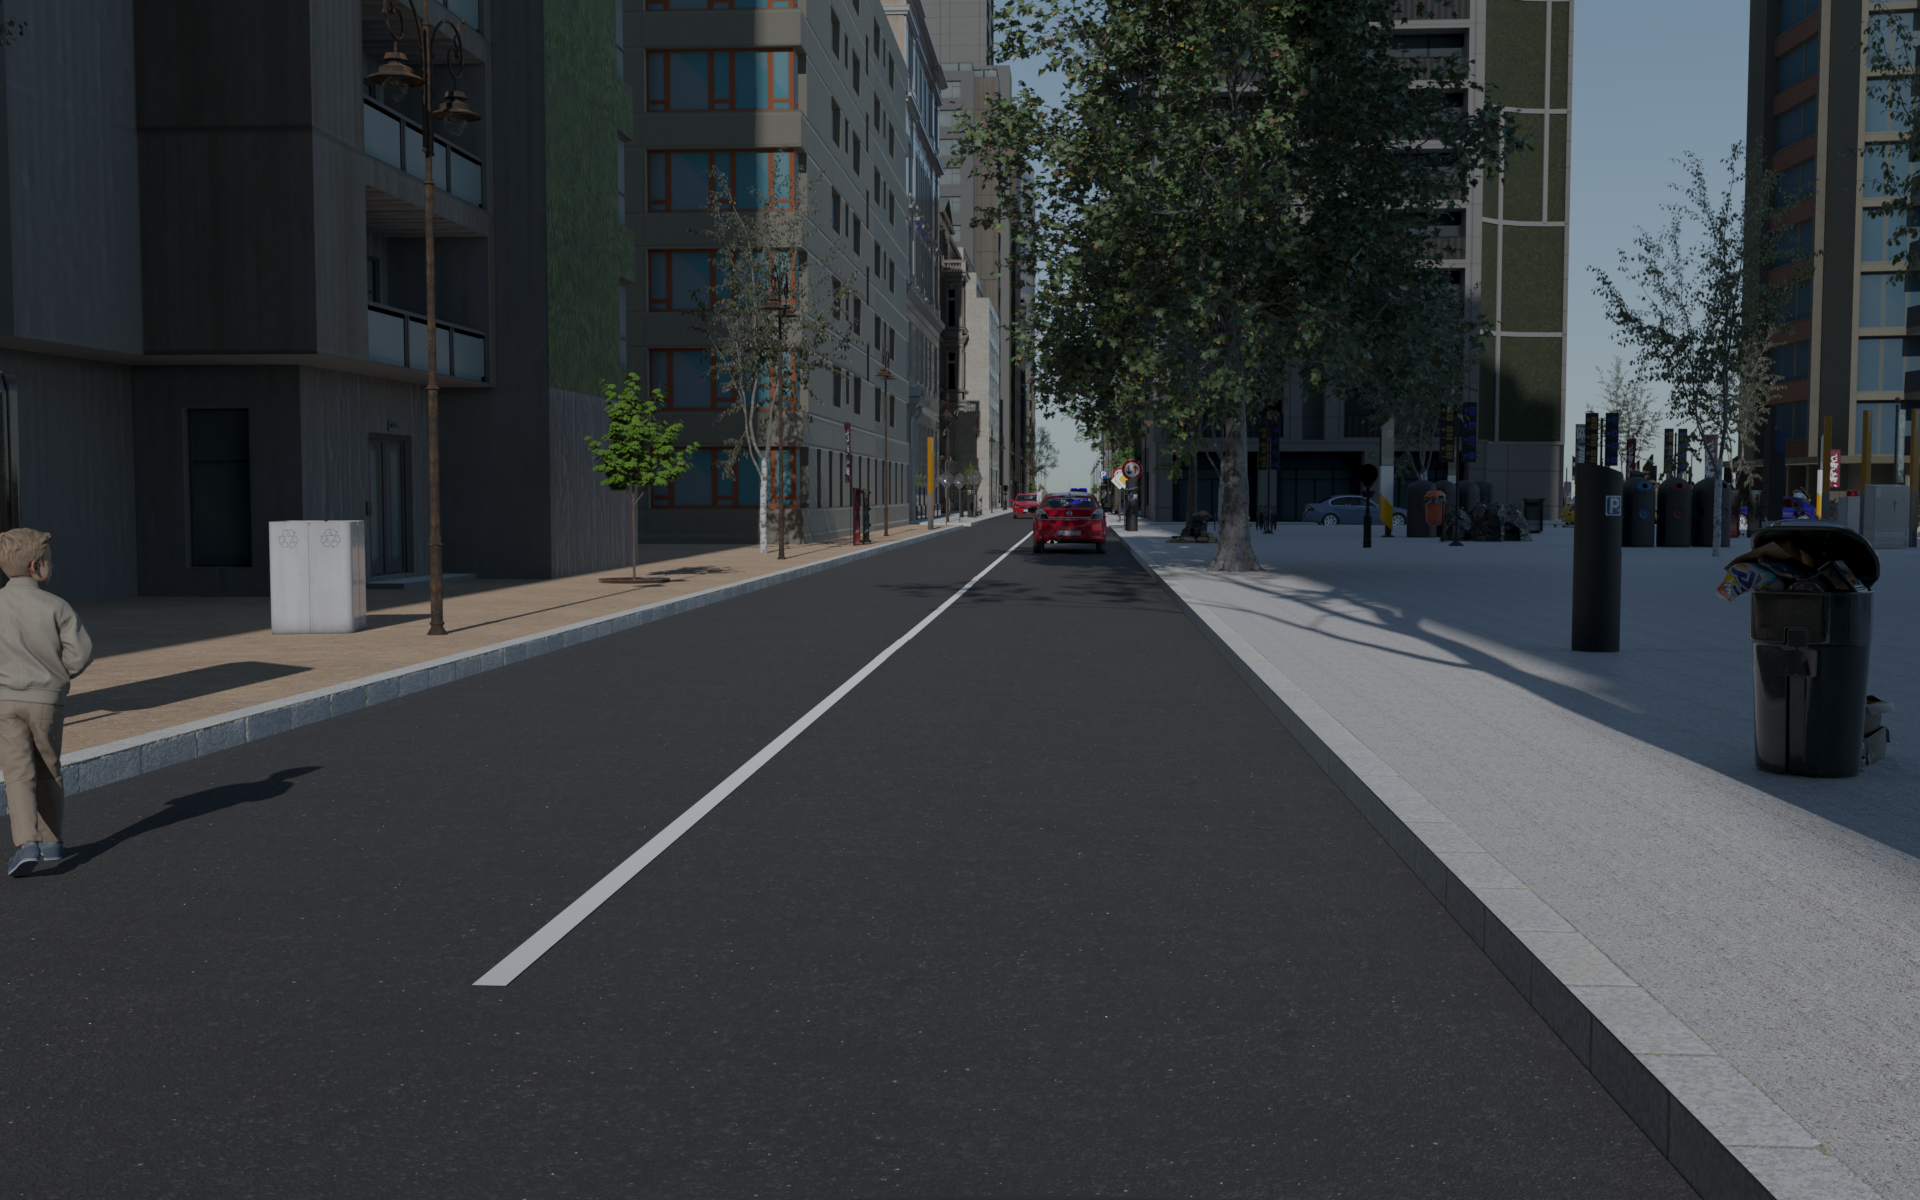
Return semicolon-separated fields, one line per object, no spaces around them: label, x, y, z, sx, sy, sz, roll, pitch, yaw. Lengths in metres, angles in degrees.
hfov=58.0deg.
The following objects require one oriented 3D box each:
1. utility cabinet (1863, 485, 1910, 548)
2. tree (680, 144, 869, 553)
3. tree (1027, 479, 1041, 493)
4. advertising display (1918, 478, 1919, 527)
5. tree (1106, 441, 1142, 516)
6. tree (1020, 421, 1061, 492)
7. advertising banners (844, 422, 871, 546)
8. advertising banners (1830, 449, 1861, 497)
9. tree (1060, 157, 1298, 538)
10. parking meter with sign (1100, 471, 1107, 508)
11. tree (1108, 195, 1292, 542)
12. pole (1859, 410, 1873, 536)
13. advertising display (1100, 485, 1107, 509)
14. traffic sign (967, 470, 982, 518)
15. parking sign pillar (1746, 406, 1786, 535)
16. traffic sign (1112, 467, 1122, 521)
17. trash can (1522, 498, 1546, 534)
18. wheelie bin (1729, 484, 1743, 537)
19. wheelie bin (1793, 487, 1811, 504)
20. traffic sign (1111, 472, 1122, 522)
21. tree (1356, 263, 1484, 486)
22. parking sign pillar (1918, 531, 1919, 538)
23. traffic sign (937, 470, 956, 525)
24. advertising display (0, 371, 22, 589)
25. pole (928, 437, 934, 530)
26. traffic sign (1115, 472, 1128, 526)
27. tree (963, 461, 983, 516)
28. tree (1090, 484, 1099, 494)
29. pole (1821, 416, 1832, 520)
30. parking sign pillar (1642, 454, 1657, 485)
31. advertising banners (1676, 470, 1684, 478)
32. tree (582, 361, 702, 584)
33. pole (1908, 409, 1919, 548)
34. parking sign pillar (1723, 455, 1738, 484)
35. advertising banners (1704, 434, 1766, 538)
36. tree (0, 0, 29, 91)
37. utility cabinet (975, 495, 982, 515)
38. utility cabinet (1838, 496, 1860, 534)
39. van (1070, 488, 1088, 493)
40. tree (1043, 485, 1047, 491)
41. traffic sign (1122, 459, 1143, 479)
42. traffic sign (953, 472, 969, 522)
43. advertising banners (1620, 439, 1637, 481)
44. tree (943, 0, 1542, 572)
utility cabinet;21.713;-1.950;40.564;1.173;1.500;0.318;-2;4;-25
tree;-4.176;-5.331;37.518;4.360;8.622;3.978;0;3;0
tree;8.846;-13.572;216.496;1.663;3.219;1.824;0;3;0
advertising display;37.886;-3.864;68.396;0.123;1.923;0.974;2;4;32
tree;10.185;-7.278;102.701;4.285;4.588;4.351;0;3;0
tree;9.080;-17.560;221.513;8.767;10.594;7.601;1;4;17
advertising banners;-2.559;-2.864;43.014;0.090;3.025;2.074;1;4;15
advertising banners;34.933;-4.373;67.693;2.074;3.025;0.090;1;4;10
tree;6.952;-7.637;50.614;9.928;11.665;9.643;0;3;0
parking meter with sign;10.932;-8.277;131.594;0.543;3.016;1.738;0;4;7
tree;5.799;-5.364;38.059;4.737;8.622;4.395;0;3;0
pole;22.035;-2.953;42.132;0.158;3.312;0.155;0;3;0
advertising display;10.447;-7.400;126.203;0.123;1.923;0.974;2;4;28
traffic sign;0.753;-5.584;91.411;0.768;2.556;0.104;1;4;9
parking sign pillar;25.189;-3.986;53.638;1.447;3.967;1.447;1;4;17
traffic sign;7.546;-4.985;81.617;0.768;2.556;0.104;1;4;13
trash can;18.710;-2.743;56.497;0.748;1.137;0.748;0;3;0
wheelie bin;23.095;-2.697;52.011;0.693;1.594;0.980;1;4;16
wheelie bin;37.059;-4.183;76.303;0.693;1.594;0.980;1;4;20
traffic sign;7.218;-4.566;78.299;0.795;2.450;0.064;0;4;4
tree;14.964;-6.457;55.936;4.360;8.622;3.978;0;3;0
parking sign pillar;28.962;-3.809;50.741;1.447;3.967;1.447;-1;4;-16
traffic sign;-0.552;-4.110;70.844;0.795;2.450;0.064;0;4;4
advertising display;-5.329;-0.252;9.330;0.974;1.923;0.123;3;4;38
pole;-1.054;-4.179;62.174;0.158;3.312;0.155;0;3;0
traffic sign;6.674;-4.079;70.332;0.795;2.450;0.064;0;4;4
tree;0.521;-6.532;101.394;1.663;3.219;1.824;0;3;0
tree;21.169;-17.002;272.591;1.663;3.219;1.824;0;3;0
pole;22.698;-3.152;45.386;0.158;3.312;0.155;0;3;0
parking sign pillar;46.773;-7.893;117.518;1.447;3.967;1.447;0;4;-4
advertising banners;51.730;-7.965;126.414;2.074;3.025;0.090;3;4;38
tree;-4.812;-1.861;25.026;1.663;3.219;1.824;0;3;0
pole;22.833;-2.911;41.444;0.158;3.312;0.155;0;3;0
parking sign pillar;48.038;-7.270;107.338;1.447;3.967;1.447;-3;5;-40
advertising banners;22.596;-3.330;50.632;2.074;3.025;0.090;-1;4;-9
tree;-10.368;-3.920;14.460;4.360;8.622;3.978;0;3;0
utility cabinet;1.017;-5.824;106.390;0.306;1.237;1.020;-2;4;-26
utility cabinet;24.301;-2.198;47.097;1.020;1.237;0.306;-2;4;-29
van;11.810;-10.300;172.793;2.240;2.365;5.245;0;4;3
tree;13.273;-17.780;285.295;1.663;3.219;1.824;0;3;0
traffic sign;6.307;-3.880;63.536;0.768;2.556;0.104;0;4;4
traffic sign;-0.008;-4.597;78.810;0.795;2.450;0.064;0;4;4
advertising banners;21.100;-3.640;55.694;0.090;3.025;2.074;-1;4;-13
tree;4.570;-6.833;28.724;9.611;12.733;9.660;0;3;0
